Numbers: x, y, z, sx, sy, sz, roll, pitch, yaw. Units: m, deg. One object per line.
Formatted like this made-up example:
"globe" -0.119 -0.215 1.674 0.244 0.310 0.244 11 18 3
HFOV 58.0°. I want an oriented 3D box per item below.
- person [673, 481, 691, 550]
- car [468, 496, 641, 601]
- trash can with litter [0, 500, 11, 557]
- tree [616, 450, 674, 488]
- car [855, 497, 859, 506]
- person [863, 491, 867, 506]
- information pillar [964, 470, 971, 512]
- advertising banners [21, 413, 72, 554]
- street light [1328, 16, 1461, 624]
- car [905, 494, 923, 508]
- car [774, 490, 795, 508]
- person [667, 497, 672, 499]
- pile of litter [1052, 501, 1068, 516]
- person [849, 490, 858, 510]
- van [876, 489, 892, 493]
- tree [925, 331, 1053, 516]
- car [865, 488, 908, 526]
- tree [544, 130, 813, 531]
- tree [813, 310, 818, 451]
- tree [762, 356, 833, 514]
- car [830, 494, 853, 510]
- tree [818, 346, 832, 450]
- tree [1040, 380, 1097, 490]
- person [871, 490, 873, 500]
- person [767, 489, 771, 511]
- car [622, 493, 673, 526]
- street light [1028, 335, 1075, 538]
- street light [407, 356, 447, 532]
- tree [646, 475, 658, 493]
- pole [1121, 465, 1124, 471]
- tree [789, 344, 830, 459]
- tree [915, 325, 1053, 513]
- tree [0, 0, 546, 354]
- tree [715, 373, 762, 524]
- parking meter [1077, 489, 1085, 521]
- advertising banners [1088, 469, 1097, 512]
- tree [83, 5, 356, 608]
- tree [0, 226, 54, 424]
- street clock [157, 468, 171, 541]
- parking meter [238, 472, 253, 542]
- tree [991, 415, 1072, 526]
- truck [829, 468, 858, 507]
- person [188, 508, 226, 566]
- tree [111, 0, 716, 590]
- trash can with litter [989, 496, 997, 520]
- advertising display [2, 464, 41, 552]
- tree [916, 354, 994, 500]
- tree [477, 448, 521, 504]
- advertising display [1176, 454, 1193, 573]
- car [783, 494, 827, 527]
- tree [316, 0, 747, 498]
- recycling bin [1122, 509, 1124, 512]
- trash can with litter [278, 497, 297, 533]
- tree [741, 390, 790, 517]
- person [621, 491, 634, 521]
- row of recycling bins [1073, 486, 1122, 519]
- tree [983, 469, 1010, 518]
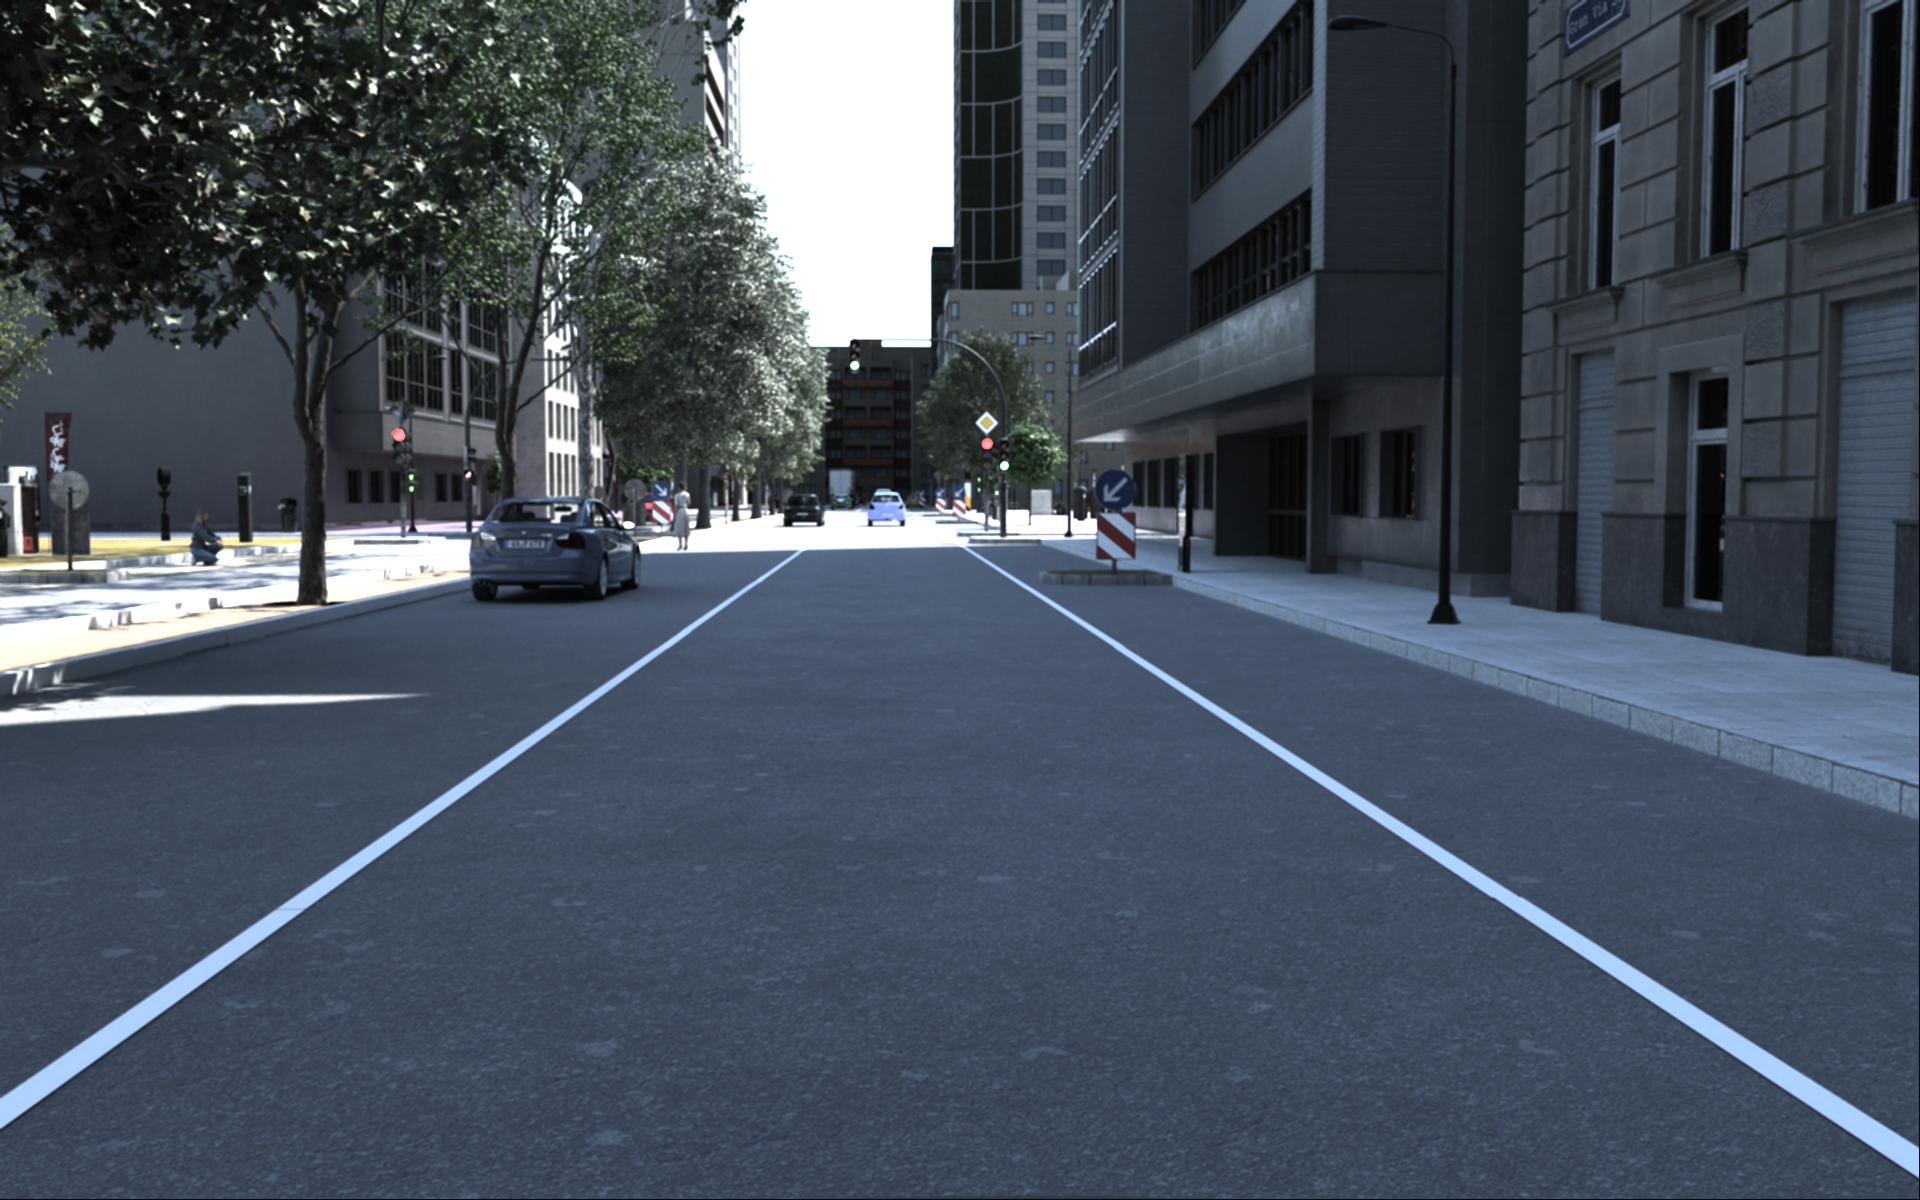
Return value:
"person" -7.113 -2.145 44.144 0.480 1.755 0.524 -3 5 -41
"car" -5.698 -0.771 24.616 2.014 1.417 4.499 0 4 -1
"trash can with litter" -19.750 -1.440 34.933 1.055 1.170 0.624 0 4 -4
"tree" -23.009 -9.002 130.896 4.285 4.588 4.351 0 3 0
"car" -13.098 -11.909 207.075 2.083 1.381 4.827 0 4 -3
"person" -11.337 -12.076 205.951 0.705 1.824 1.348 -1 4 -21
"information pillar" 0.573 -8.272 126.603 0.504 3.616 0.183 -2 4 -24
"advertising banners" -20.125 -2.503 37.107 2.074 3.025 0.090 -1 4 -15
"street light" 4.273 -2.721 17.026 1.470 5.913 1.316 0 4 -3
"car" -4.788 -10.480 181.564 2.015 1.641 3.980 0 4 -3
"car" -17.818 -10.316 177.337 2.281 1.827 5.304 0 4 -2
"person" -19.231 -6.410 113.859 0.519 1.759 0.362 1 4 13
"pile of litter" 5.695 -5.397 102.207 1.719 0.858 1.176 -1 4 -19
"person" -9.898 -9.231 159.362 0.705 1.831 1.348 -3 5 -40
"van" -6.590 -8.714 149.488 2.013 2.044 4.112 0 4 -3
"tree" 1.525 -10.118 99.838 8.767 10.594 7.601 2 4 31
"car" -3.313 -4.179 77.910 1.945 1.707 3.694 0 4 -3
"tree" -10.070 -9.330 61.651 9.857 13.997 8.962 0 3 0
"tree" -10.672 -9.936 71.572 9.857 13.997 8.962 0 3 0
"tree" -12.885 -12.416 123.579 7.486 12.596 7.792 0 3 0
"car" -10.647 -8.800 155.675 2.131 1.459 4.920 0 4 -2
"tree" -11.824 -11.674 99.976 9.857 13.997 8.962 0 3 0
"tree" 7.035 -9.713 109.168 4.360 8.622 3.978 0 3 0
"person" -8.311 -9.544 164.483 0.705 1.831 1.348 0 4 -6
"person" -15.832 -8.261 143.436 0.599 1.838 0.709 -3 5 -44
"car" -14.345 -4.318 79.642 2.155 1.783 4.494 0 4 -1
"street light" 2.682 -4.792 50.897 1.470 5.913 1.316 0 4 -3
"street light" -17.931 -5.244 58.288 1.470 5.913 1.316 0 4 -3
"tree" -21.982 -7.936 124.355 1.663 3.219 1.824 0 3 0
"pole" 11.525 -7.907 123.128 0.158 3.312 0.155 0 3 0
"tree" -11.512 -9.852 89.289 9.928 11.665 9.643 0 3 0
"tree" 1.578 -12.286 117.888 9.611 12.733 9.660 0 3 0
"tree" -8.141 -5.654 11.915 9.611 12.733 9.660 0 3 0
"tree" -10.943 -7.838 80.965 4.737 8.622 4.395 0 3 0
"parking meter" 5.706 -4.473 81.540 0.372 1.533 0.369 0 3 0
"advertising banners" 9.066 -7.729 122.551 0.090 3.025 2.074 -2 4 -30
"tree" -8.211 -5.724 21.805 9.928 11.665 9.643 0 3 0
"tree" -25.657 -5.810 45.363 4.737 8.622 4.395 0 3 0
"street clock" -21.835 -2.629 47.555 0.358 2.002 0.471 -3 5 -40
"parking meter" -19.017 -2.469 46.081 0.255 1.863 0.399 0 4 -6
"tree" 2.930 -5.323 70.748 4.285 4.588 4.351 0 3 0
"truck" -13.087 -12.558 194.241 2.839 4.237 11.283 0 4 -1
"person" -14.956 -1.257 34.554 0.738 1.151 1.012 0 4 -5
"tree" -8.336 -6.337 31.819 9.928 11.665 9.643 0 3 0
"trash can with litter" 1.859 -4.518 85.260 0.624 1.170 1.055 2 4 28
"advertising display" -20.586 -2.006 38.017 0.123 1.923 0.974 1 4 11
"tree" -0.150 -13.582 140.186 7.486 12.596 7.792 0 3 0
"tree" -19.080 -4.701 71.460 1.663 3.219 1.824 0 3 0
"advertising display" 3.698 -1.425 28.516 0.123 1.923 0.974 0 4 -2
"car" -6.943 -4.133 77.360 2.009 1.686 4.222 0 4 -2
"tree" -10.526 -11.308 43.234 12.611 20.169 13.585 0 3 0
"recycling bin" 9.686 -5.278 98.845 0.722 1.027 0.722 2 4 33
"trash can with litter" -22.305 -2.817 57.440 0.624 1.170 1.055 -1 4 -23
"tree" -12.070 -9.473 107.699 4.360 8.622 3.978 0 3 0
"person" -13.509 -3.848 70.780 0.474 1.900 0.648 2 4 28
"row of recycling bins" 7.558 -5.017 89.146 3.534 1.692 1.069 1 4 8
"tree" 1.795 -6.035 93.267 1.663 3.219 1.824 0 3 0
